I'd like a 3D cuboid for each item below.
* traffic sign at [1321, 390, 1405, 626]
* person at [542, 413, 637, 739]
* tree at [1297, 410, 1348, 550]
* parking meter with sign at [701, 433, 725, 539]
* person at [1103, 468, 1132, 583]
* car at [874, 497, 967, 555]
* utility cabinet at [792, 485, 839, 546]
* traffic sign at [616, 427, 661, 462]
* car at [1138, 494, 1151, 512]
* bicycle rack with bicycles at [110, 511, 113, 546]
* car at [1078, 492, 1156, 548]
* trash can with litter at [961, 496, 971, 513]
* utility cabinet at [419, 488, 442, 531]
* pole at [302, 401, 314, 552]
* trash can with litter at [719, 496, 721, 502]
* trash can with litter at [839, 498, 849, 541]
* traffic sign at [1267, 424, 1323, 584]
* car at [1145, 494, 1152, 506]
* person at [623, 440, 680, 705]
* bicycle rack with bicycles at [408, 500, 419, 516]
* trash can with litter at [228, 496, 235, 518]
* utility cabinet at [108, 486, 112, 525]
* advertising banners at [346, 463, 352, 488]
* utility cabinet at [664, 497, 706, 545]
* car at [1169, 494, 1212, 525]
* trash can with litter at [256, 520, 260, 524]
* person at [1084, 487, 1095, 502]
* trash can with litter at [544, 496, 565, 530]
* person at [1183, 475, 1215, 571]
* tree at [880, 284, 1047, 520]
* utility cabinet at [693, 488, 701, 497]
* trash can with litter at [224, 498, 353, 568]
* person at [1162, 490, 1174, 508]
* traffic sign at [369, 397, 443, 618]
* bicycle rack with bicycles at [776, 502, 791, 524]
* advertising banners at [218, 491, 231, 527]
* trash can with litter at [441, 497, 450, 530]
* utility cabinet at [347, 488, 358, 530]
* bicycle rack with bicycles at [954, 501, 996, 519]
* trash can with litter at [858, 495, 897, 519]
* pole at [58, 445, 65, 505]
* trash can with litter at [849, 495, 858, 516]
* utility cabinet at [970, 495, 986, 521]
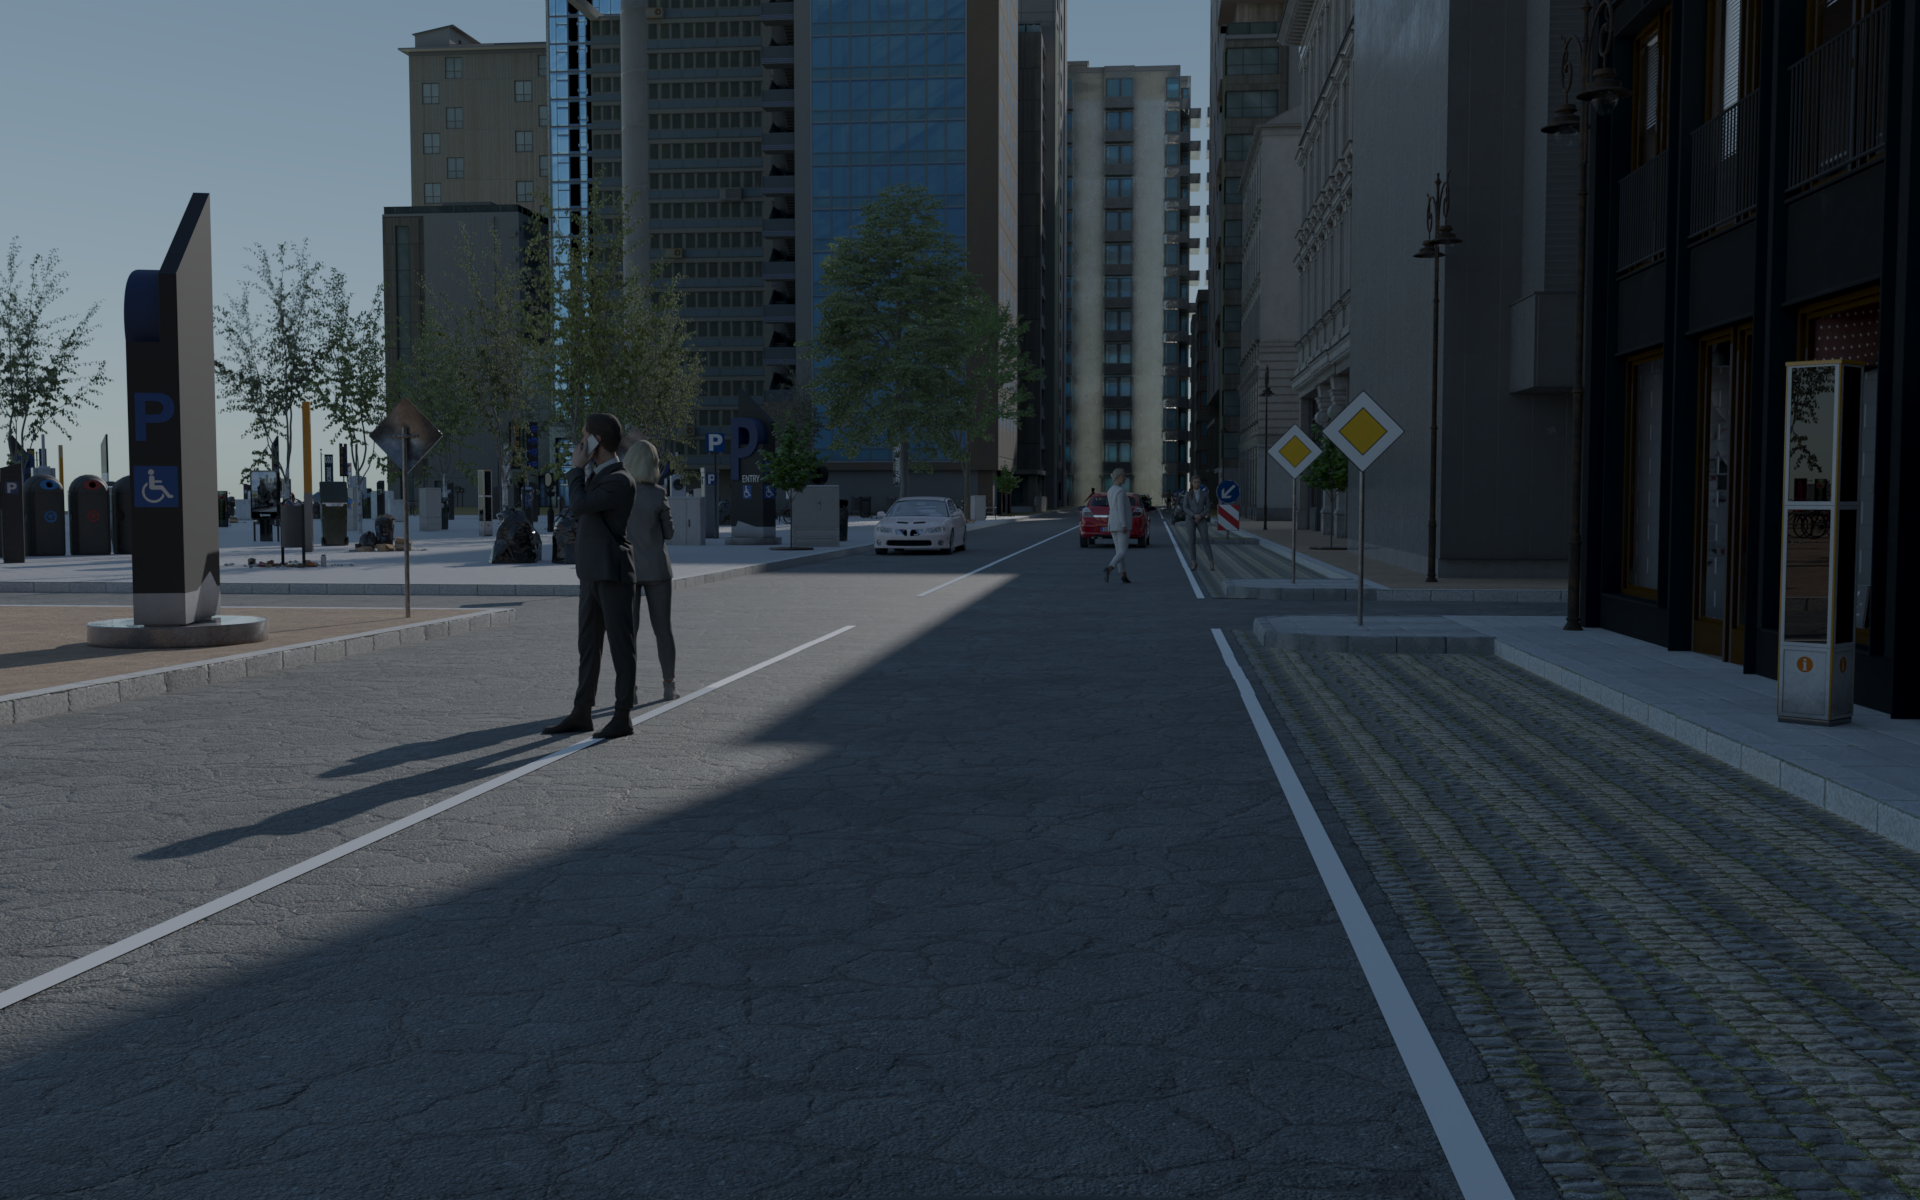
[{"bbox_3d":[3.904,-0.807,16.844,0.795,2.450,0.064,0,4,6],"label":"traffic sign"},{"bbox_3d":[-2.153,-0.143,10.197,0.474,1.900,0.648,-2,4,-32],"label":"person"},{"bbox_3d":[8.617,-2.788,40.190,1.663,3.219,1.824,0,3,0],"label":"tree"},{"bbox_3d":[-7.229,-3.300,50.208,0.543,3.016,1.738,-1,4,-17],"label":"parking meter with sign"},{"bbox_3d":[2.498,-1.179,27.661,0.818,1.842,0.514,-3,5,-43],"label":"person"},{"bbox_3d":[-0.921,-1.847,42.556,2.083,1.381,4.827,0,4,7],"label":"car"},{"bbox_3d":[-3.539,-2.054,42.266,1.173,1.500,0.318,0,4,-7],"label":"utility cabinet"},{"bbox_3d":[-4.853,-1.359,25.861,0.795,2.450,0.064,0,4,6],"label":"traffic sign"},{"bbox_3d":[14.363,-7.918,139.238,2.009,1.686,4.222,0,4,7],"label":"car"},{"bbox_3d":[-19.708,-1.771,42.343,2.852,0.926,2.925,-1,4,-14],"label":"bicycle rack with bicycles"},{"bbox_3d":[4.301,-2.366,47.717,2.155,1.783,4.494,1,4,8],"label":"car"},{"bbox_3d":[0.607,-5.276,97.648,1.055,1.170,0.624,0,4,-1],"label":"trash can with litter"},{"bbox_3d":[-18.366,-3.140,60.016,0.318,1.500,1.173,0,4,7],"label":"utility cabinet"},{"bbox_3d":[-14.389,-2.713,38.207,0.158,3.312,0.155,0,3,0],"label":"pole"},{"bbox_3d":[-12.920,-4.768,89.015,2.233,1.210,1.678,-3,5,-42],"label":"trash can with litter"},{"bbox_3d":[-3.389,-2.193,47.241,0.624,1.170,1.055,-1,4,-16],"label":"trash can with litter"},{"bbox_3d":[4.780,-1.293,24.781,0.795,2.450,0.064,0,4,6],"label":"traffic sign"},{"bbox_3d":[17.255,-9.497,164.077,1.959,1.807,4.718,0,4,6],"label":"car"},{"bbox_3d":[-2.235,-0.202,11.984,0.537,1.800,0.526,0,4,4],"label":"person"},{"bbox_3d":[-32.272,-5.354,100.921,2.852,0.926,2.925,-1,4,-18],"label":"bicycle rack with bicycles"},{"bbox_3d":[-38.428,-4.854,90.744,0.624,1.170,1.055,2,4,24],"label":"trash can with litter"},{"bbox_3d":[-23.755,-2.471,49.072,1.173,1.500,0.318,0,4,-1],"label":"utility cabinet"},{"bbox_3d":[-33.439,-6.117,96.206,2.074,3.025,0.090,2,4,34],"label":"advertising banners"},{"bbox_3d":[-6.920,-1.978,43.500,1.020,1.237,0.306,1,4,16],"label":"utility cabinet"},{"bbox_3d":[10.782,-4.348,80.881,2.009,1.686,4.222,0,4,5],"label":"car"},{"bbox_3d":[-29.451,-3.804,73.578,1.055,1.170,0.624,-3,5,-44],"label":"trash can with litter"},{"bbox_3d":[8.053,-5.919,105.246,0.705,1.831,1.348,3,5,45],"label":"person"},{"bbox_3d":[-14.479,-3.131,62.242,1.678,1.210,2.233,0,4,-5],"label":"trash can with litter"},{"bbox_3d":[4.467,-1.443,32.363,0.520,1.790,0.573,-1,4,-13],"label":"person"},{"bbox_3d":[0.202,-9.727,84.785,9.928,11.665,9.643,0,3,0],"label":"tree"},{"bbox_3d":[-9.923,-3.554,66.788,0.318,1.500,1.173,1,4,14],"label":"utility cabinet"},{"bbox_3d":[-12.062,-1.206,30.771,2.233,1.210,1.678,2,4,25],"label":"trash can with litter"},{"bbox_3d":[20.718,-9.982,171.723,1.348,1.823,0.705,1,4,20],"label":"person"},{"bbox_3d":[-5.730,-0.874,17.924,0.795,2.450,0.064,0,4,6],"label":"traffic sign"},{"bbox_3d":[-6.951,-3.754,74.756,2.925,0.926,2.852,0,4,5],"label":"bicycle rack with bicycles"},{"bbox_3d":[-29.286,-4.330,66.980,2.074,3.025,0.090,0,4,0],"label":"advertising banners"},{"bbox_3d":[-18.835,-3.105,62.162,1.055,1.170,0.624,1,4,20],"label":"trash can with litter"},{"bbox_3d":[-21.529,-3.191,60.853,1.173,1.500,0.318,3,4,36],"label":"utility cabinet"},{"bbox_3d":[0.634,-4.576,88.201,2.852,0.926,2.925,-1,4,-14],"label":"bicycle rack with bicycles"},{"bbox_3d":[-3.944,-4.842,90.216,2.233,1.210,1.678,0,4,5],"label":"trash can with litter"},{"bbox_3d":[-37.321,-4.777,71.940,0.158,3.312,0.155,0,3,0],"label":"pole"},{"bbox_3d":[-6.391,-5.430,99.839,2.233,1.210,1.678,0,4,-1],"label":"trash can with litter"},{"bbox_3d":[0.872,-4.435,83.680,0.306,1.237,1.020,2,4,30],"label":"utility cabinet"}]
